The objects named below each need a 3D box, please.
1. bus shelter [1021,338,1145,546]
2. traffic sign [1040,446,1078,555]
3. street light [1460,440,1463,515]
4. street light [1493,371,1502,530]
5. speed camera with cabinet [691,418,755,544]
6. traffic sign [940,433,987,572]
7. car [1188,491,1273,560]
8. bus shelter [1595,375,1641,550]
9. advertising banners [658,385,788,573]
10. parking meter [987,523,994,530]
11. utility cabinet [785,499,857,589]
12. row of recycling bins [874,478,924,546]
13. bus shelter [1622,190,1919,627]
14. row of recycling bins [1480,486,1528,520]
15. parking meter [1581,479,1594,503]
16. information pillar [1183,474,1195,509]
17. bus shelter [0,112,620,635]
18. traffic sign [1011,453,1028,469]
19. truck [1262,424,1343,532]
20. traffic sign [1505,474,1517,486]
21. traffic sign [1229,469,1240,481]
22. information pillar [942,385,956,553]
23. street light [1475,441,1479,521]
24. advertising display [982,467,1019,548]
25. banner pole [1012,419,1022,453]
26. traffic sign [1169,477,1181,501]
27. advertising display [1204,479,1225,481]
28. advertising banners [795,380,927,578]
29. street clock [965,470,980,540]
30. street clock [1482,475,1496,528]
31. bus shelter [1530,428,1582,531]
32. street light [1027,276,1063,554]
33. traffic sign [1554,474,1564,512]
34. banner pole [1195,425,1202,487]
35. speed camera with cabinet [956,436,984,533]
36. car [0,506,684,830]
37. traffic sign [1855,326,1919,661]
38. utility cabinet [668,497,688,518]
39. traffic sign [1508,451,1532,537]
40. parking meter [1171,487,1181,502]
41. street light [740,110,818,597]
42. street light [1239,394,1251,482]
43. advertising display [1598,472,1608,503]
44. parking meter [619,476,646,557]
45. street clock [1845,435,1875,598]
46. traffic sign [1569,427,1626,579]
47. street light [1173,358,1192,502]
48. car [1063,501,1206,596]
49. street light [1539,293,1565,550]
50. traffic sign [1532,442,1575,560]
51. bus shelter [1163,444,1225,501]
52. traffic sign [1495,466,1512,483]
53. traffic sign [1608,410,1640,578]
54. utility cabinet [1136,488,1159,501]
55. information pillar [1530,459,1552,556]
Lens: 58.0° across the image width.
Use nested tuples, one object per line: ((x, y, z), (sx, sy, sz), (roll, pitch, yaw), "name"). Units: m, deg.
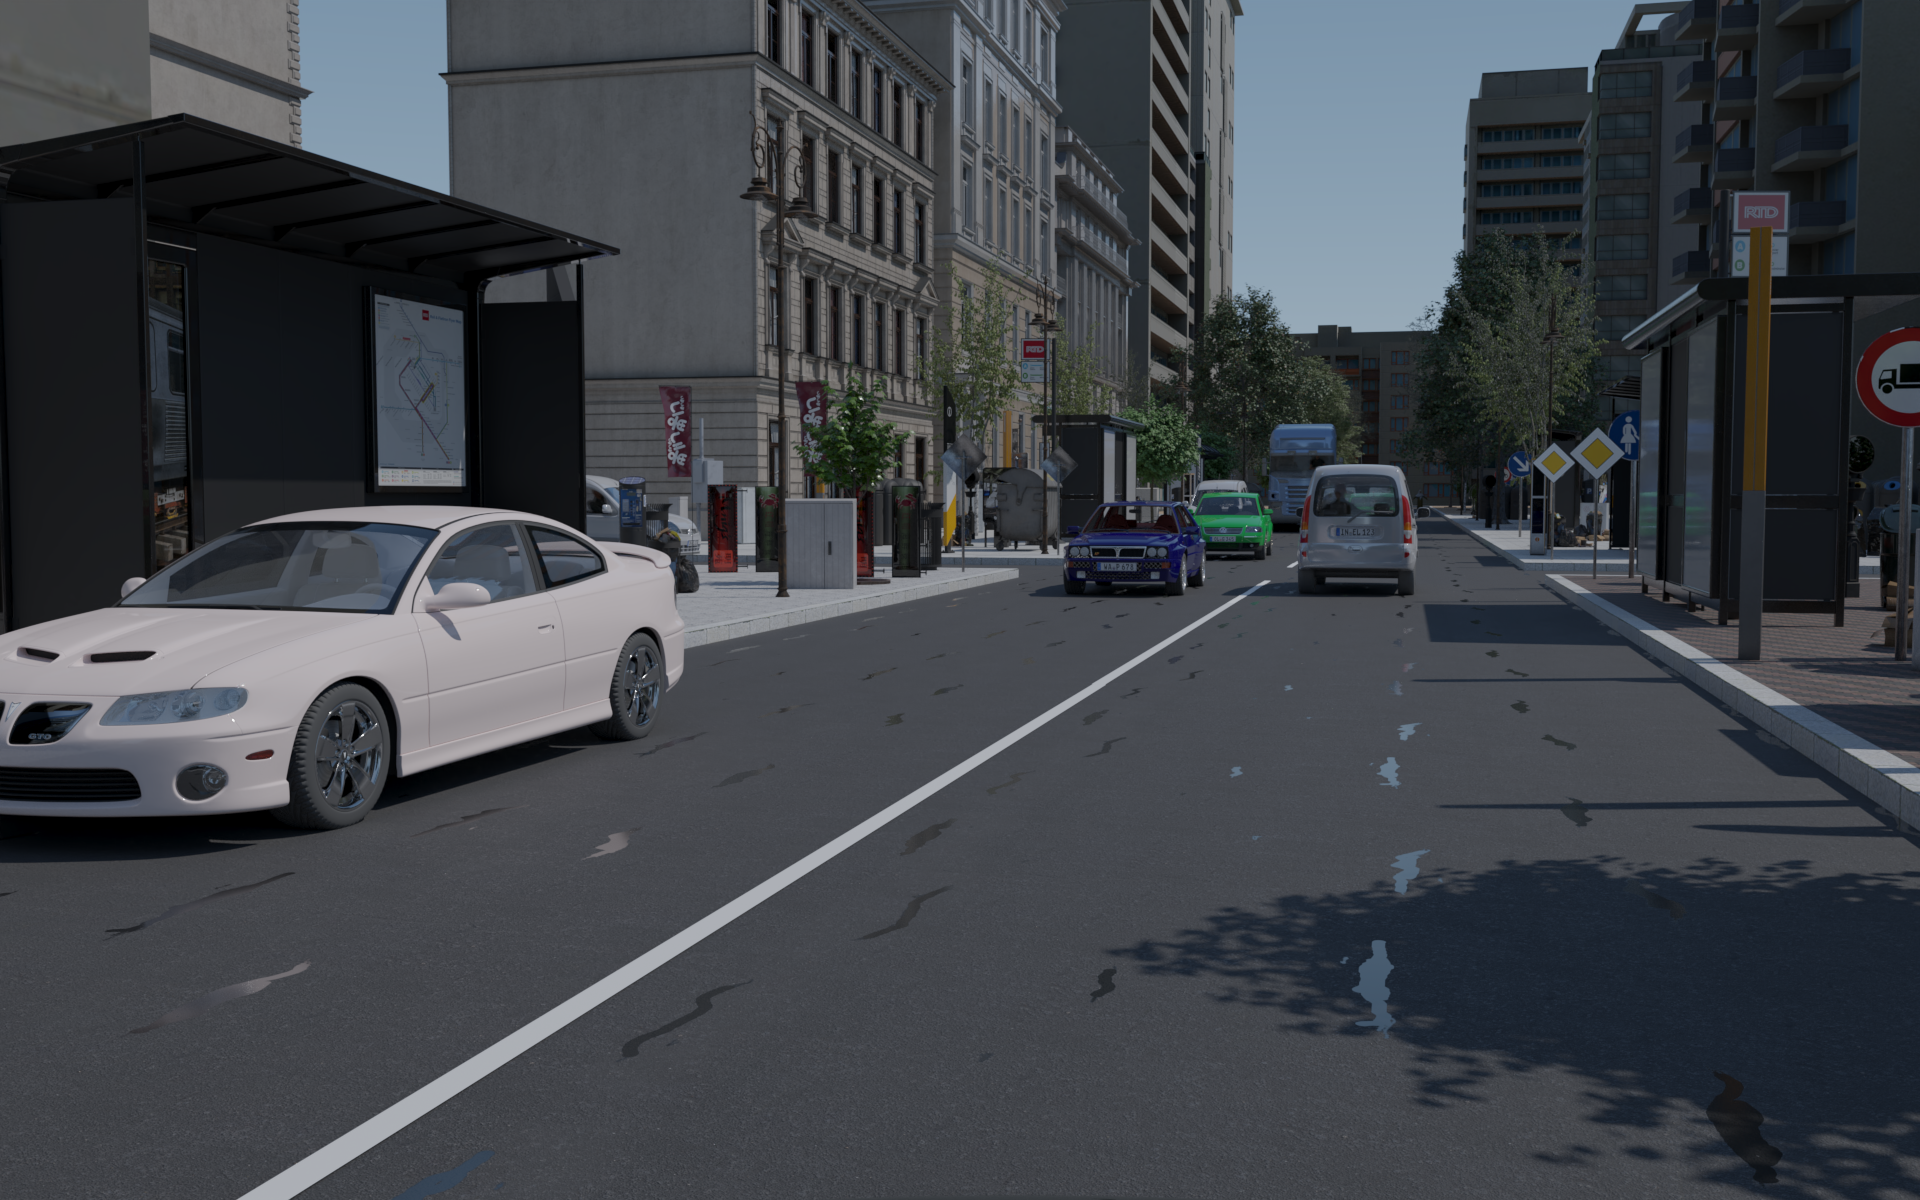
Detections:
((3.287, -4.246, 47.055), (2.179, 5.291, 8.768), (1, 4, 15), "bus shelter")
((2.058, -1.989, 36.167), (0.795, 2.450, 0.064), (1, 4, 14), "traffic sign")
((30.508, -8.100, 105.229), (0.468, 5.910, 1.993), (1, 4, 14), "street light")
((19.294, -5.454, 61.961), (0.468, 5.910, 1.993), (1, 4, 14), "street light")
((-6.099, -3.090, 44.863), (2.038, 3.252, 0.660), (3, 5, 42), "speed camera with cabinet")
((0.057, -1.516, 28.436), (0.795, 2.450, 0.064), (1, 4, 14), "traffic sign")
((6.112, -1.859, 39.190), (1.959, 1.807, 4.718), (1, 4, 13), "car")
((14.761, -2.796, 37.004), (1.731, 3.624, 6.357), (1, 4, 15), "bus shelter")
((-3.832, -1.954, 28.139), (2.074, 3.025, 0.090), (-1, 4, -12), "advertising banners")
((1.133, -3.256, 61.639), (0.372, 1.533, 0.369), (0, 3, 0), "parking meter")
((-1.929, -0.754, 23.492), (1.020, 1.237, 0.306), (0, 4, 7), "utility cabinet")
((-1.798, -2.251, 43.911), (1.069, 1.692, 3.534), (1, 4, 21), "row of recycling bins")
((9.268, -2.638, 20.759), (2.179, 5.291, 8.768), (1, 4, 14), "bus shelter")
((27.388, -4.905, 87.310), (1.069, 1.692, 3.534), (-1, 4, -15), "row of recycling bins")
((23.970, -3.700, 66.212), (0.399, 1.863, 0.255), (-1, 4, -9), "parking meter")
((8.242, -3.542, 62.396), (0.304, 2.012, 0.304), (2, 4, 34), "information pillar")
((-4.849, -1.386, 13.937), (1.731, 3.624, 6.357), (1, 4, 14), "bus shelter")
((1.377, -2.483, 42.726), (0.606, 2.300, 0.079), (1, 4, 15), "traffic sign")
((14.569, -5.055, 72.411), (2.967, 4.110, 18.799), (1, 4, 13), "truck")
((31.436, -6.048, 98.985), (0.768, 2.556, 0.104), (2, 4, 23), "traffic sign")
((12.970, -5.054, 82.735), (0.768, 2.556, 0.104), (1, 4, 22), "traffic sign")
((-0.230, -2.824, 37.534), (0.183, 3.616, 0.504), (2, 4, 24), "information pillar")
((24.970, -6.770, 83.474), (0.468, 5.910, 1.993), (1, 4, 14), "street light")
((0.993, -2.224, 41.572), (0.974, 1.923, 0.123), (2, 4, 29), "advertising display")
((1.907, -4.155, 57.947), (0.401, 3.779, 0.863), (-2, 4, -24), "banner pole")
((7.855, -3.965, 64.826), (0.884, 2.594, 0.081), (1, 4, 22), "traffic sign")
((10.520, -4.080, 71.930), (0.974, 1.923, 0.123), (0, 4, -6), "advertising display")
((-1.533, -1.862, 26.624), (2.074, 3.025, 0.090), (1, 4, 11), "advertising banners")
((0.302, -2.708, 48.853), (0.471, 2.002, 0.358), (2, 4, 32), "street clock")
((19.994, -3.725, 65.476), (0.471, 2.002, 0.358), (-1, 4, -15), "street clock")
((21.726, -4.430, 63.713), (1.731, 3.624, 6.357), (1, 4, 14), "bus shelter")
((1.815, -3.917, 36.830), (0.468, 5.910, 1.993), (1, 4, 14), "street light")
((19.682, -3.504, 57.403), (0.768, 2.556, 0.104), (1, 4, 22), "traffic sign")
((8.734, -4.494, 63.488), (0.401, 3.779, 0.863), (1, 4, 21), "banner pole")
((0.279, -3.924, 58.492), (0.660, 3.252, 2.038), (-1, 4, -15), "speed camera with cabinet")
((-3.098, 0.201, 9.076), (2.083, 1.381, 4.827), (1, 4, 16), "car")
((7.245, -0.805, 13.263), (0.768, 2.556, 0.104), (1, 4, 18), "traffic sign")
((-6.941, -1.926, 42.650), (0.306, 1.237, 1.020), (0, 4, 2), "utility cabinet")
((16.669, -3.142, 51.481), (0.768, 2.556, 0.104), (1, 4, 23), "traffic sign")
((7.940, -3.372, 63.538), (0.372, 1.533, 0.369), (0, 3, 0), "parking meter")
((-2.210, -2.973, 21.403), (0.468, 5.910, 1.993), (1, 4, 14), "street light")
((13.184, -6.581, 80.384), (0.468, 5.910, 1.993), (1, 4, 14), "street light")
((18.856, -2.797, 50.939), (0.123, 1.923, 0.974), (2, 4, 34), "advertising display")
((-4.608, -0.977, 24.393), (0.372, 1.533, 0.369), (0, 3, 0), "parking meter")
((11.022, -1.032, 21.441), (0.471, 2.002, 0.358), (-1, 4, -12), "street clock")
((9.534, -1.366, 25.970), (0.795, 2.450, 0.064), (1, 4, 14), "traffic sign")
((7.558, -5.264, 58.858), (0.468, 5.910, 1.993), (1, 4, 14), "street light")
((2.648, -0.810, 25.822), (1.945, 1.354, 3.894), (1, 4, 14), "car")
((13.611, -4.108, 39.951), (0.468, 5.910, 1.993), (1, 4, 14), "street light")
((11.536, -1.838, 33.701), (0.795, 2.450, 0.064), (1, 4, 14), "traffic sign")
((9.097, -4.534, 68.049), (2.014, 3.302, 5.546), (1, 4, 14), "bus shelter")
((24.989, -4.868, 79.696), (0.768, 2.556, 0.104), (2, 4, 23), "traffic sign")
((10.233, -1.604, 26.324), (0.768, 2.556, 0.104), (1, 4, 16), "traffic sign")
((6.574, -3.292, 62.500), (1.173, 1.500, 0.318), (1, 4, 23), "utility cabinet")
((12.107, -1.939, 36.201), (0.304, 2.012, 0.304), (2, 4, 28), "information pillar")
